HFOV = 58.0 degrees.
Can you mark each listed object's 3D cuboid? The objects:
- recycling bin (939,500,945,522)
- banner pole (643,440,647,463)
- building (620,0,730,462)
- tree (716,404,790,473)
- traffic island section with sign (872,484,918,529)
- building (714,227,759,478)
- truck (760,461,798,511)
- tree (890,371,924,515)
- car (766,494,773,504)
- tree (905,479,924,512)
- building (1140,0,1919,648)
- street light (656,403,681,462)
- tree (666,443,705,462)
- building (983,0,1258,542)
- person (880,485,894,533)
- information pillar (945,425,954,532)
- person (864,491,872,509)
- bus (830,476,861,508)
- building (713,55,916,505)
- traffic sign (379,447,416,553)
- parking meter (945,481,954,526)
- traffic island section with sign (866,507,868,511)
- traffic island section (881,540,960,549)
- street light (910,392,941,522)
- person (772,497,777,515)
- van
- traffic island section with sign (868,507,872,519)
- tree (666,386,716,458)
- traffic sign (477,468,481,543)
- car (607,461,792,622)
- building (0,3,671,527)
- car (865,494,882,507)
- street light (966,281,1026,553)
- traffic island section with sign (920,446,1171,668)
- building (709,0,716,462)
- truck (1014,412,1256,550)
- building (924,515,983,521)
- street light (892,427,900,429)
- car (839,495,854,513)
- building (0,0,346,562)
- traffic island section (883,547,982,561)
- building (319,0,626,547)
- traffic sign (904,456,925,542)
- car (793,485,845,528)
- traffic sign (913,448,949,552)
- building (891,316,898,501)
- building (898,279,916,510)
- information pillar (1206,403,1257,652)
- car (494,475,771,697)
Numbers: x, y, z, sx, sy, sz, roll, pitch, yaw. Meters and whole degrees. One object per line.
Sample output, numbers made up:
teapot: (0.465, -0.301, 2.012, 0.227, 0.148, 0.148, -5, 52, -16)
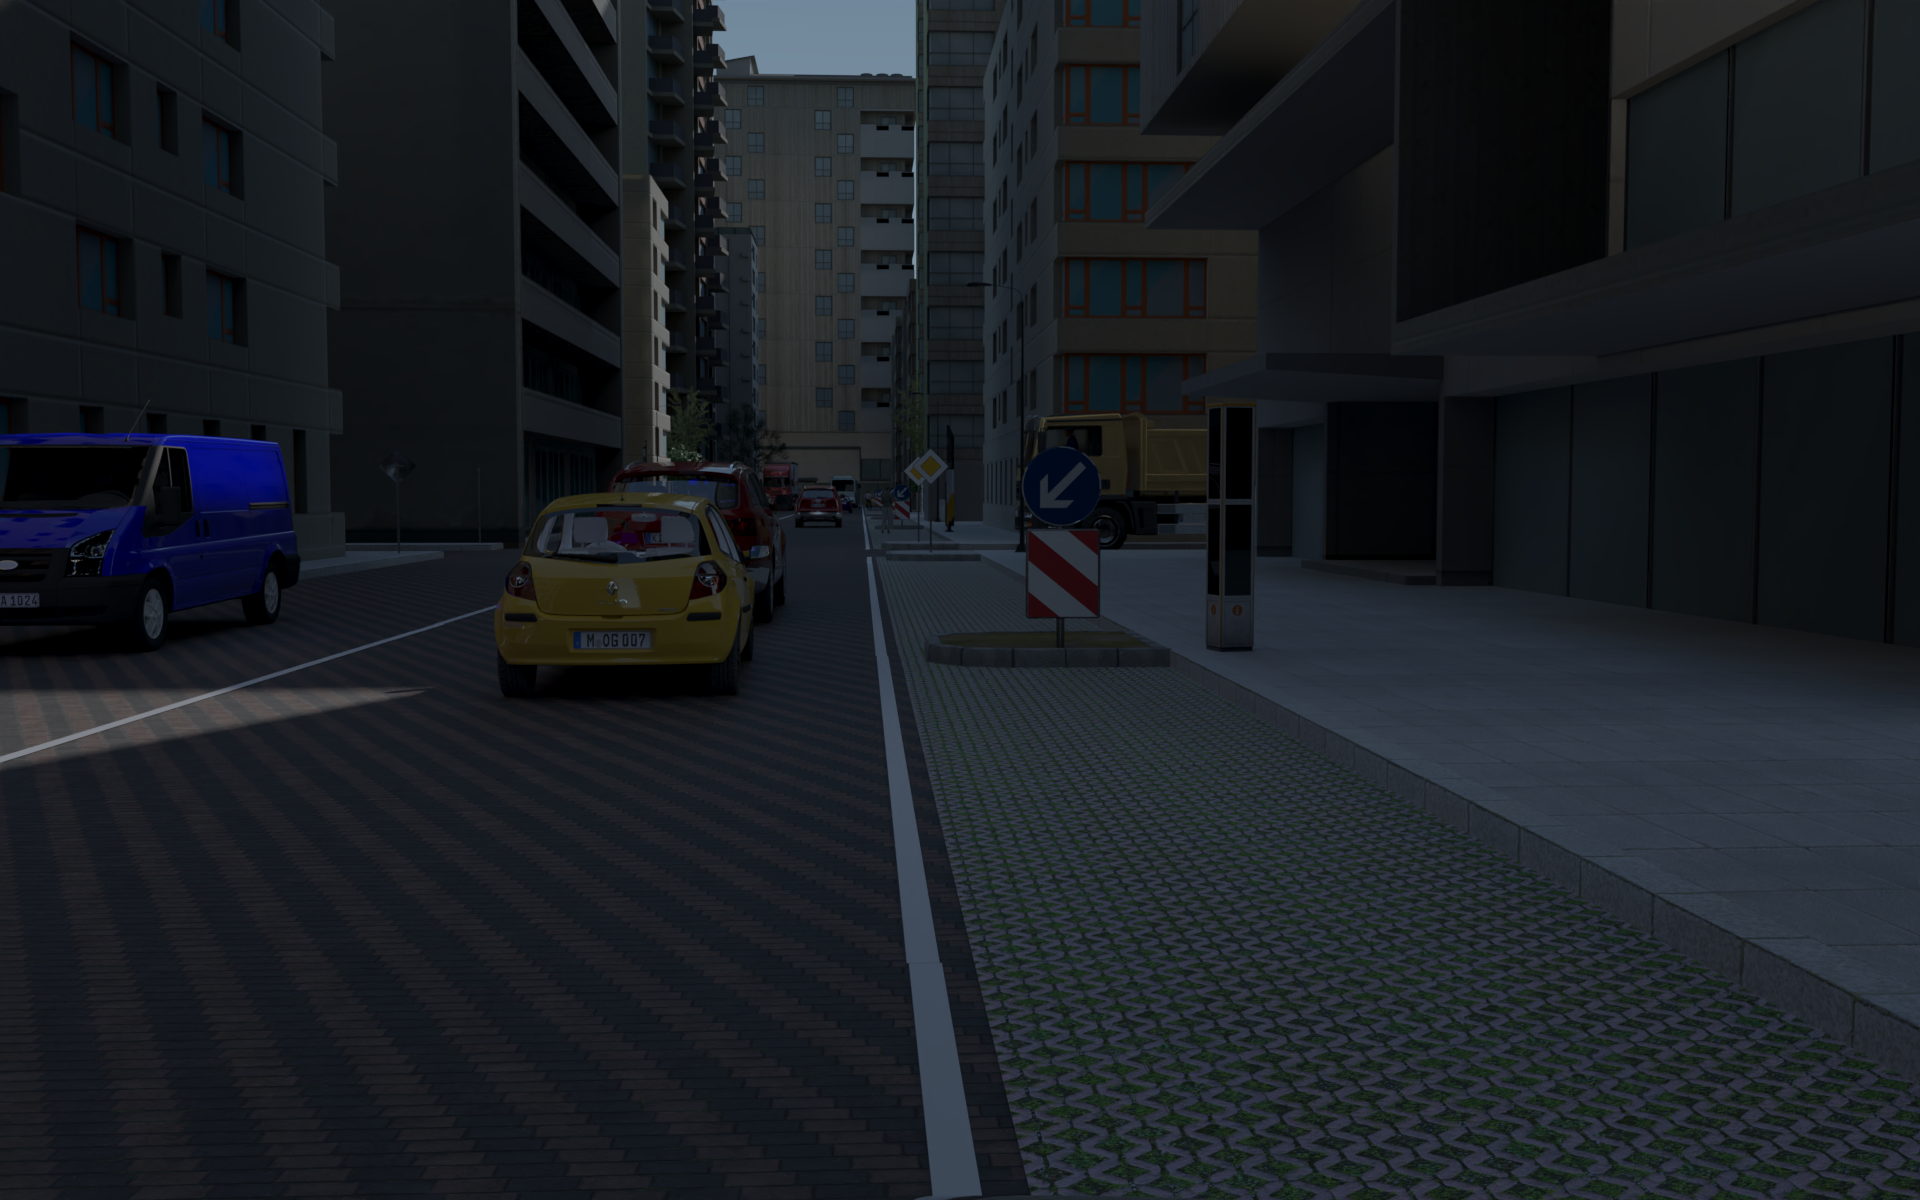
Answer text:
recycling bin: (-0.677, -4.150, 80.408, 0.722, 1.027, 0.722, -1, 4, -8)
banner pole: (-14.500, -5.493, 79.834, 0.401, 3.779, 0.863, 0, 4, 1)
building: (-29.546, -29.287, 133.471, 22.147, 44.769, 28.867, 0, 4, -3)
tree: (-21.113, -14.643, 173.819, 8.767, 10.594, 7.601, 0, 4, 1)
traffic island section with sign: (-2.486, -3.791, 70.612, 1.989, 1.847, 2.006, 0, 4, -3)
building: (-29.103, -25.503, 188.668, 14.107, 30.474, 14.160, 0, 4, -3)
truck: (-15.678, -9.928, 151.232, 2.839, 4.237, 11.283, 0, 4, -2)
tree: (-2.061, -9.423, 104.421, 4.737, 8.622, 4.395, 0, 3, 0)
car: (-15.611, -7.718, 136.409, 2.015, 1.641, 3.980, 0, 4, -4)
tree: (-2.823, -7.911, 123.947, 1.663, 3.219, 1.824, 0, 3, 0)
building: (17.807, -26.491, 22.359, 28.713, 52.752, 27.495, 0, 4, -3)
street light: (-14.972, -7.111, 88.799, 1.470, 5.913, 1.316, 0, 4, -3)
tree: (-17.738, -7.773, 110.805, 4.285, 4.588, 4.351, 0, 3, 0)
building: (16.188, -13.130, 59.707, 28.899, 21.520, 27.650, 0, 4, -3)
person: (-2.631, -3.317, 63.289, 0.519, 1.759, 0.362, 1, 4, 17)
information pillar: (-0.331, -4.106, 58.494, 0.183, 3.616, 0.504, -1, 4, -22)
person: (-7.959, -8.653, 150.917, 0.756, 1.711, 0.436, 1, 4, 21)
bus: (-12.141, -11.553, 183.751, 2.948, 3.499, 13.247, 0, 4, -1)
building: (-16.850, -38.439, 217.716, 27.495, 52.752, 28.713, 0, 4, -3)
traffic sign: (-12.121, -2.063, 37.367, 0.795, 2.450, 0.064, 0, 4, -3)
parking meter: (-0.411, -3.873, 69.037, 0.255, 1.863, 0.399, 2, 4, 24)
traffic island section with sign: (-6.943, -8.549, 148.396, 1.989, 1.847, 2.006, 0, 4, -3)
traffic island section: (-1.078, -1.454, 46.053, 2.009, 0.180, 2.903, 0, 4, -3)
street light: (-1.541, -6.500, 78.822, 1.470, 5.913, 1.316, 0, 4, -3)
person: (-9.177, -4.472, 85.865, 0.306, 1.304, 0.590, 1, 4, 10)
van: (-8.394, -0.797, 17.418, 2.240, 2.365, 5.245, 0, 4, -5)
traffic island section with sign: (-4.032, -5.440, 97.574, 1.989, 1.847, 2.006, 0, 4, -3)
tree: (-18.603, -10.196, 117.075, 4.737, 8.622, 4.395, 0, 3, 0)
traffic sign: (-12.578, -2.550, 45.339, 0.795, 2.450, 0.064, 0, 4, -3)
car: (-3.191, -0.747, 20.885, 2.281, 1.827, 5.304, 0, 4, -3)
building: (-30.209, -14.828, 87.469, 27.650, 21.520, 28.899, 0, 4, -3)
car: (-9.047, -10.467, 181.362, 2.015, 1.641, 3.980, 0, 4, -4)
street light: (0.828, -4.002, 37.970, 1.470, 5.913, 1.316, 0, 4, -3)
traffic island section with sign: (0.696, -0.398, 15.137, 1.989, 1.847, 2.006, 0, 4, -3)
building: (-30.819, -43.981, 157.340, 20.563, 71.187, 20.611, 0, 4, -3)
truck: (5.430, -2.843, 42.409, 9.791, 3.379, 3.469, 0, 4, -5)
building: (5.119, -24.690, 87.282, 14.154, 41.232, 14.086, 0, 4, -3)
street light: (-3.997, -9.062, 120.701, 1.470, 5.913, 1.316, 0, 4, -3)
car: (-8.947, -7.175, 129.892, 1.945, 1.354, 3.894, 0, 4, -5)
building: (-26.253, -10.720, 20.308, 28.899, 21.520, 27.650, 0, 4, -3)
traffic island section: (-0.621, -0.966, 38.081, 2.009, 0.180, 2.903, 0, 4, -3)
building: (-22.812, -26.307, 53.825, 21.300, 48.544, 21.600, 0, 4, -3)
traffic sign: (-1.102, -2.589, 45.975, 0.795, 2.450, 0.064, 0, 4, -3)
car: (-6.165, -4.104, 75.767, 2.281, 1.827, 5.304, 0, 4, -4)
traffic sign: (-0.644, -2.102, 38.003, 0.795, 2.450, 0.064, 0, 4, -3)
building: (6.764, -20.711, 183.662, 27.650, 21.520, 28.899, 0, 4, -3)
building: (8.926, -18.917, 154.330, 27.650, 21.520, 28.899, 0, 4, -3)
information pillar: (2.213, -0.592, 14.171, 0.304, 2.012, 0.304, -1, 4, -16)
car: (-2.529, -0.214, 13.727, 2.015, 1.641, 3.980, 0, 4, -5)
